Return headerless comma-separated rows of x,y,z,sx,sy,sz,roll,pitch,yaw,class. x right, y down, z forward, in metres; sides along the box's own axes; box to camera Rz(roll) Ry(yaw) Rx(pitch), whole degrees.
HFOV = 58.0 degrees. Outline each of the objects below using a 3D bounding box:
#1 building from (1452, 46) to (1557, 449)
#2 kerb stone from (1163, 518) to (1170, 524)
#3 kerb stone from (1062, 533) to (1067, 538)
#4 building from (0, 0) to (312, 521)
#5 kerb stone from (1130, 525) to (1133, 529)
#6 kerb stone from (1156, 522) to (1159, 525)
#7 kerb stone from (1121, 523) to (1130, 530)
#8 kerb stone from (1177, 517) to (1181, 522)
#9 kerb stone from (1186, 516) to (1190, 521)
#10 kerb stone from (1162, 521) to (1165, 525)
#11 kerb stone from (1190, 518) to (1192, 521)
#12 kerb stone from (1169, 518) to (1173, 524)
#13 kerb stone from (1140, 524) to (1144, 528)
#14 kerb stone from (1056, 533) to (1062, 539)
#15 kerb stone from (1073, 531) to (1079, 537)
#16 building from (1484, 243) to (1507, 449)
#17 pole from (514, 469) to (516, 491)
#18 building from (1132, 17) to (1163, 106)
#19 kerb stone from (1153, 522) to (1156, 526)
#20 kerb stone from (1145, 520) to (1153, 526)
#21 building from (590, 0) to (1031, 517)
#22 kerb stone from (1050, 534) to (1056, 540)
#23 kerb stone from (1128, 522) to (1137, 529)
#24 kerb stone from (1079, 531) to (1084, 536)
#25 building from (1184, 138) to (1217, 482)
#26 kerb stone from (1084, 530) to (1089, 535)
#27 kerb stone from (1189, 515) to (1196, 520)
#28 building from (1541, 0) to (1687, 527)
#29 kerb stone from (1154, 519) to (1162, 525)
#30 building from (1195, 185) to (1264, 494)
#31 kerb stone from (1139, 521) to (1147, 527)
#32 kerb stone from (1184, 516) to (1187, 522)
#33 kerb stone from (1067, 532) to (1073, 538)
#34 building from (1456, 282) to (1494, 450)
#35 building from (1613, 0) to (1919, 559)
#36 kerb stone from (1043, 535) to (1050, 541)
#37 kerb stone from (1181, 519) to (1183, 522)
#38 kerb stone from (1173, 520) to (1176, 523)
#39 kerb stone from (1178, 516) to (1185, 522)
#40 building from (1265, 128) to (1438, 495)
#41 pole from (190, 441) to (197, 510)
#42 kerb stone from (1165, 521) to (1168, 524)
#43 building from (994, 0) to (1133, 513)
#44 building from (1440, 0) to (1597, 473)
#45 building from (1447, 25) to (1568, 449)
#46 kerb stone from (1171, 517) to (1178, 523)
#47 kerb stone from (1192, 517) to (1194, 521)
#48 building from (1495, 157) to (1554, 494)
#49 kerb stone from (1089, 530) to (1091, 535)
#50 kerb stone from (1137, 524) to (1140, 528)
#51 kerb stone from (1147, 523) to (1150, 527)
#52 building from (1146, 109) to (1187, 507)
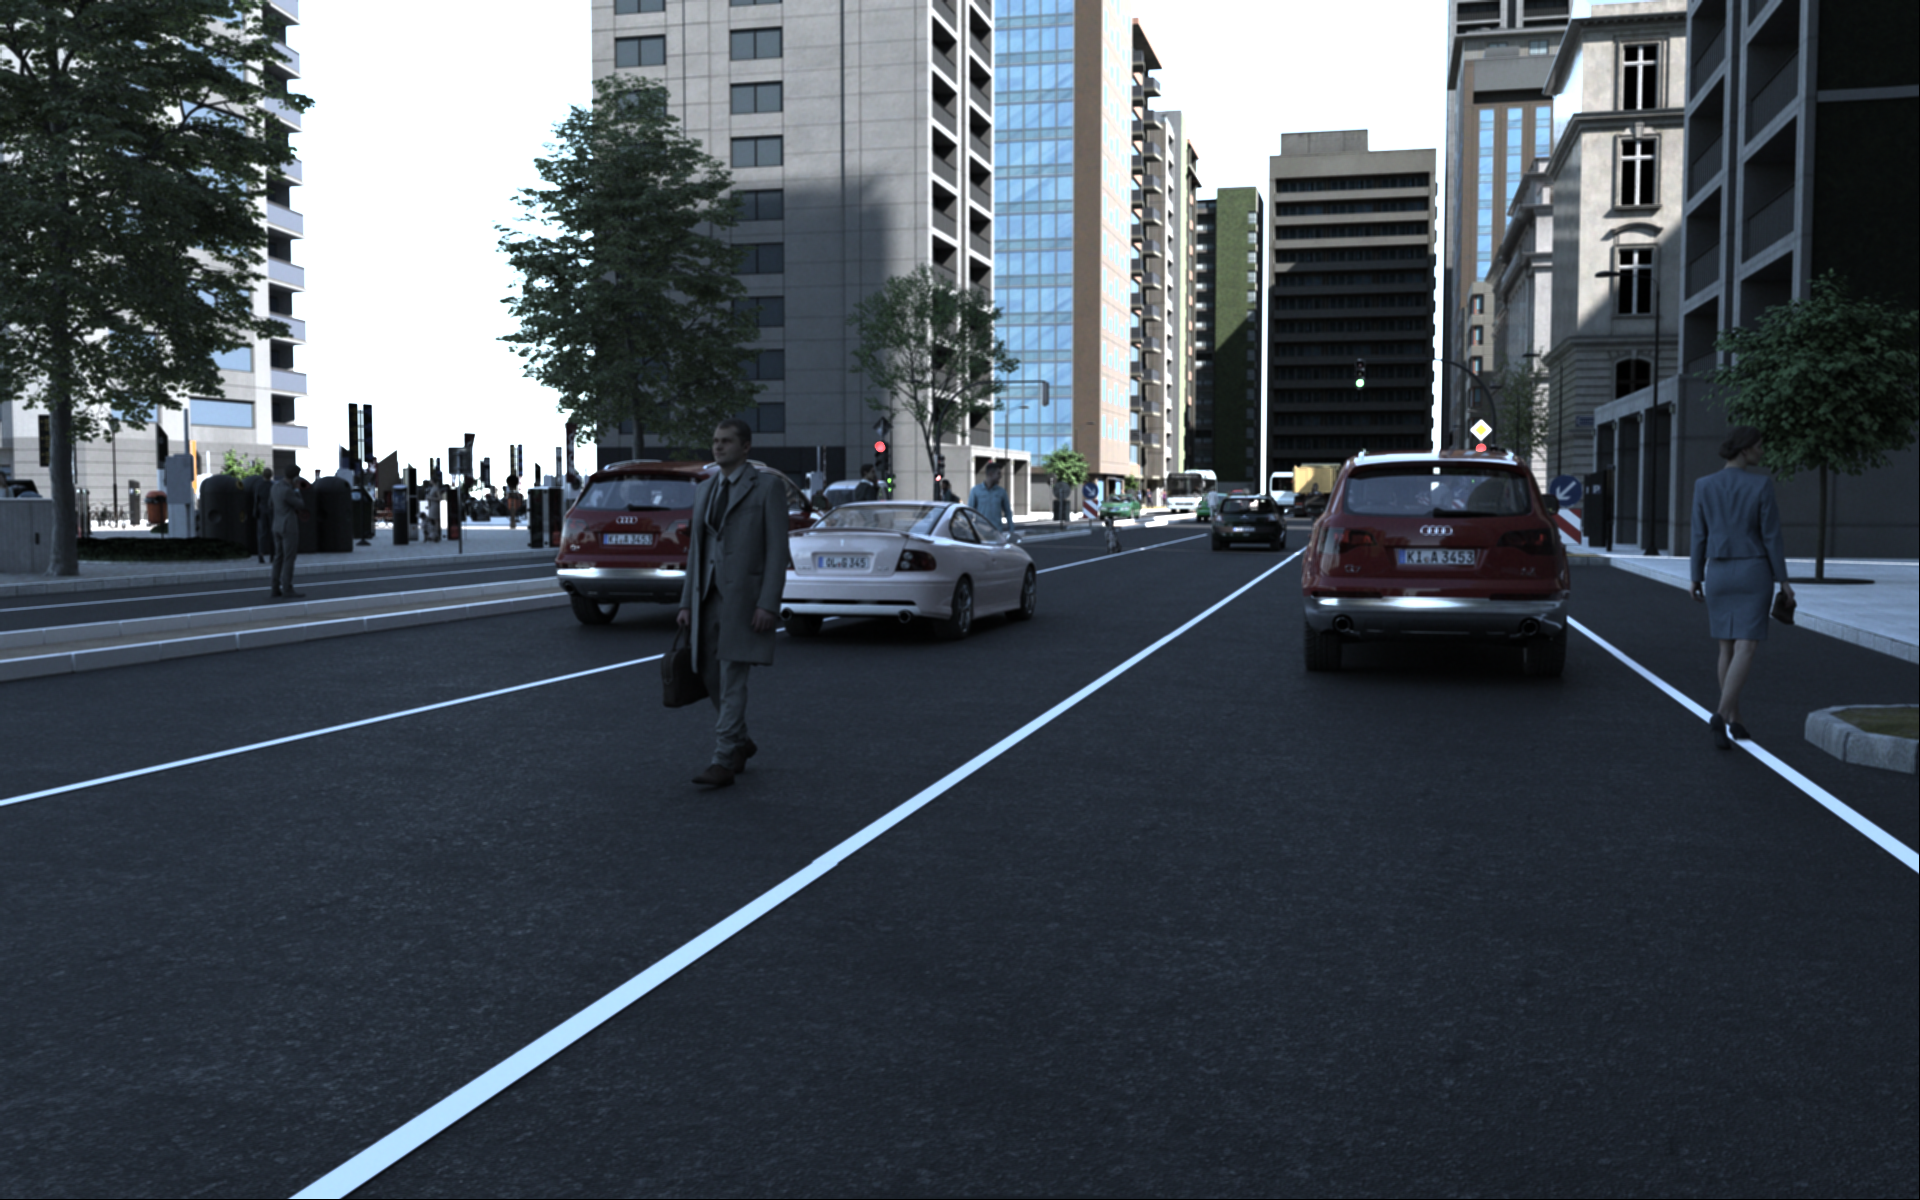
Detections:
57.250,-32.055,174.212,14.600,45.320,14.200,1,4,14,building
9.802,-3.698,82.654,0.120,0.150,1.000,1,4,14,kerb stone
3.255,-2.079,56.190,0.120,0.150,1.000,1,4,14,kerb stone
-51.910,-33.689,92.810,28.212,58.520,21.231,1,4,14,building
6.839,-2.966,70.686,0.120,0.150,1.000,1,4,14,kerb stone
8.815,-3.454,78.664,0.120,0.150,1.000,1,4,14,kerb stone
6.598,-2.900,69.691,0.120,0.150,1.000,1,4,14,kerb stone
10.792,-3.941,86.624,0.120,0.150,1.000,1,4,14,kerb stone
11.769,-4.184,90.609,0.120,0.150,1.000,1,4,14,kerb stone
9.312,-3.575,80.654,0.120,0.150,1.000,1,4,14,kerb stone
12.022,-4.243,91.605,0.120,0.150,1.000,1,4,14,kerb stone
10.043,-3.755,83.648,0.120,0.150,1.000,1,4,14,kerb stone
7.582,-3.144,73.662,0.120,0.150,1.000,1,4,14,kerb stone
3.022,-2.018,55.183,0.120,0.150,1.000,1,4,14,kerb stone
3.751,-2.198,58.185,0.120,0.150,1.000,1,4,14,kerb stone
44.493,-17.700,125.547,11.583,22.565,21.152,1,4,14,building
-36.795,-9.145,143.367,0.158,3.312,0.155,0,3,0,pole
6.647,-30.922,160.200,22.147,44.769,28.867,1,4,14,building
8.568,-3.388,77.672,0.120,0.150,1.000,1,4,14,kerb stone
8.323,-3.331,76.668,0.120,0.150,1.000,1,4,14,kerb stone
-6.878,-40.287,96.939,20.563,71.187,20.611,1,4,14,building
2.771,-1.957,54.191,0.120,0.150,1.000,1,4,14,kerb stone
7.080,-3.027,71.679,0.120,0.150,1.000,1,4,14,kerb stone
3.999,-2.262,59.184,0.120,0.150,1.000,1,4,14,kerb stone
15.615,-33.922,209.244,28.867,44.769,22.147,1,4,14,building
4.251,-2.318,60.176,0.120,0.150,1.000,1,4,14,kerb stone
12.515,-4.367,93.591,0.120,0.150,1.000,1,4,14,kerb stone
41.683,-15.241,68.270,34.723,24.649,14.460,1,4,14,building
9.061,-3.514,79.656,0.120,0.150,1.000,1,4,14,kerb stone
33.337,-33.615,233.204,14.086,41.232,14.154,1,4,14,building
7.824,-3.209,74.655,0.120,0.150,1.000,1,4,14,kerb stone
11.521,-4.123,89.613,0.120,0.150,1.000,1,4,14,kerb stone
3.501,-2.140,57.182,0.120,0.150,1.000,1,4,14,kerb stone
58.525,-18.776,152.021,27.650,21.520,28.899,1,4,14,building
25.601,-36.512,35.228,20.563,71.187,20.611,1,4,14,building
2.525,-1.896,53.199,0.120,0.150,1.000,1,4,14,kerb stone
11.030,-4.001,87.618,0.120,0.150,1.000,1,4,14,kerb stone
10.295,-3.819,84.639,0.120,0.150,1.000,1,4,14,kerb stone
11.283,-4.063,88.619,0.120,0.150,1.000,1,4,14,kerb stone
52.637,-37.259,232.891,21.600,48.544,21.300,1,4,14,building
-29.294,-4.426,66.202,0.158,3.312,0.155,0,3,0,pole
9.558,-3.636,81.646,0.120,0.150,1.000,1,4,14,kerb stone
4.537,-29.077,125.526,14.600,45.320,14.200,1,4,14,building
73.757,-48.138,225.299,20.611,71.187,20.563,1,4,14,building
69.085,-36.897,192.503,28.713,52.752,27.495,1,4,14,building
10.536,-3.876,85.634,0.120,0.150,1.000,1,4,14,kerb stone
12.254,-4.298,92.601,0.120,0.150,1.000,1,4,14,kerb stone
39.485,-15.997,103.344,13.314,21.916,24.055,1,4,14,building
4.491,-2.384,61.170,0.120,0.150,1.000,1,4,14,kerb stone
7.331,-3.087,72.671,0.120,0.150,1.000,1,4,14,kerb stone
8.075,-3.264,75.658,0.120,0.150,1.000,1,4,14,kerb stone
15.758,-30.401,180.643,14.154,41.232,14.086,1,4,14,building
